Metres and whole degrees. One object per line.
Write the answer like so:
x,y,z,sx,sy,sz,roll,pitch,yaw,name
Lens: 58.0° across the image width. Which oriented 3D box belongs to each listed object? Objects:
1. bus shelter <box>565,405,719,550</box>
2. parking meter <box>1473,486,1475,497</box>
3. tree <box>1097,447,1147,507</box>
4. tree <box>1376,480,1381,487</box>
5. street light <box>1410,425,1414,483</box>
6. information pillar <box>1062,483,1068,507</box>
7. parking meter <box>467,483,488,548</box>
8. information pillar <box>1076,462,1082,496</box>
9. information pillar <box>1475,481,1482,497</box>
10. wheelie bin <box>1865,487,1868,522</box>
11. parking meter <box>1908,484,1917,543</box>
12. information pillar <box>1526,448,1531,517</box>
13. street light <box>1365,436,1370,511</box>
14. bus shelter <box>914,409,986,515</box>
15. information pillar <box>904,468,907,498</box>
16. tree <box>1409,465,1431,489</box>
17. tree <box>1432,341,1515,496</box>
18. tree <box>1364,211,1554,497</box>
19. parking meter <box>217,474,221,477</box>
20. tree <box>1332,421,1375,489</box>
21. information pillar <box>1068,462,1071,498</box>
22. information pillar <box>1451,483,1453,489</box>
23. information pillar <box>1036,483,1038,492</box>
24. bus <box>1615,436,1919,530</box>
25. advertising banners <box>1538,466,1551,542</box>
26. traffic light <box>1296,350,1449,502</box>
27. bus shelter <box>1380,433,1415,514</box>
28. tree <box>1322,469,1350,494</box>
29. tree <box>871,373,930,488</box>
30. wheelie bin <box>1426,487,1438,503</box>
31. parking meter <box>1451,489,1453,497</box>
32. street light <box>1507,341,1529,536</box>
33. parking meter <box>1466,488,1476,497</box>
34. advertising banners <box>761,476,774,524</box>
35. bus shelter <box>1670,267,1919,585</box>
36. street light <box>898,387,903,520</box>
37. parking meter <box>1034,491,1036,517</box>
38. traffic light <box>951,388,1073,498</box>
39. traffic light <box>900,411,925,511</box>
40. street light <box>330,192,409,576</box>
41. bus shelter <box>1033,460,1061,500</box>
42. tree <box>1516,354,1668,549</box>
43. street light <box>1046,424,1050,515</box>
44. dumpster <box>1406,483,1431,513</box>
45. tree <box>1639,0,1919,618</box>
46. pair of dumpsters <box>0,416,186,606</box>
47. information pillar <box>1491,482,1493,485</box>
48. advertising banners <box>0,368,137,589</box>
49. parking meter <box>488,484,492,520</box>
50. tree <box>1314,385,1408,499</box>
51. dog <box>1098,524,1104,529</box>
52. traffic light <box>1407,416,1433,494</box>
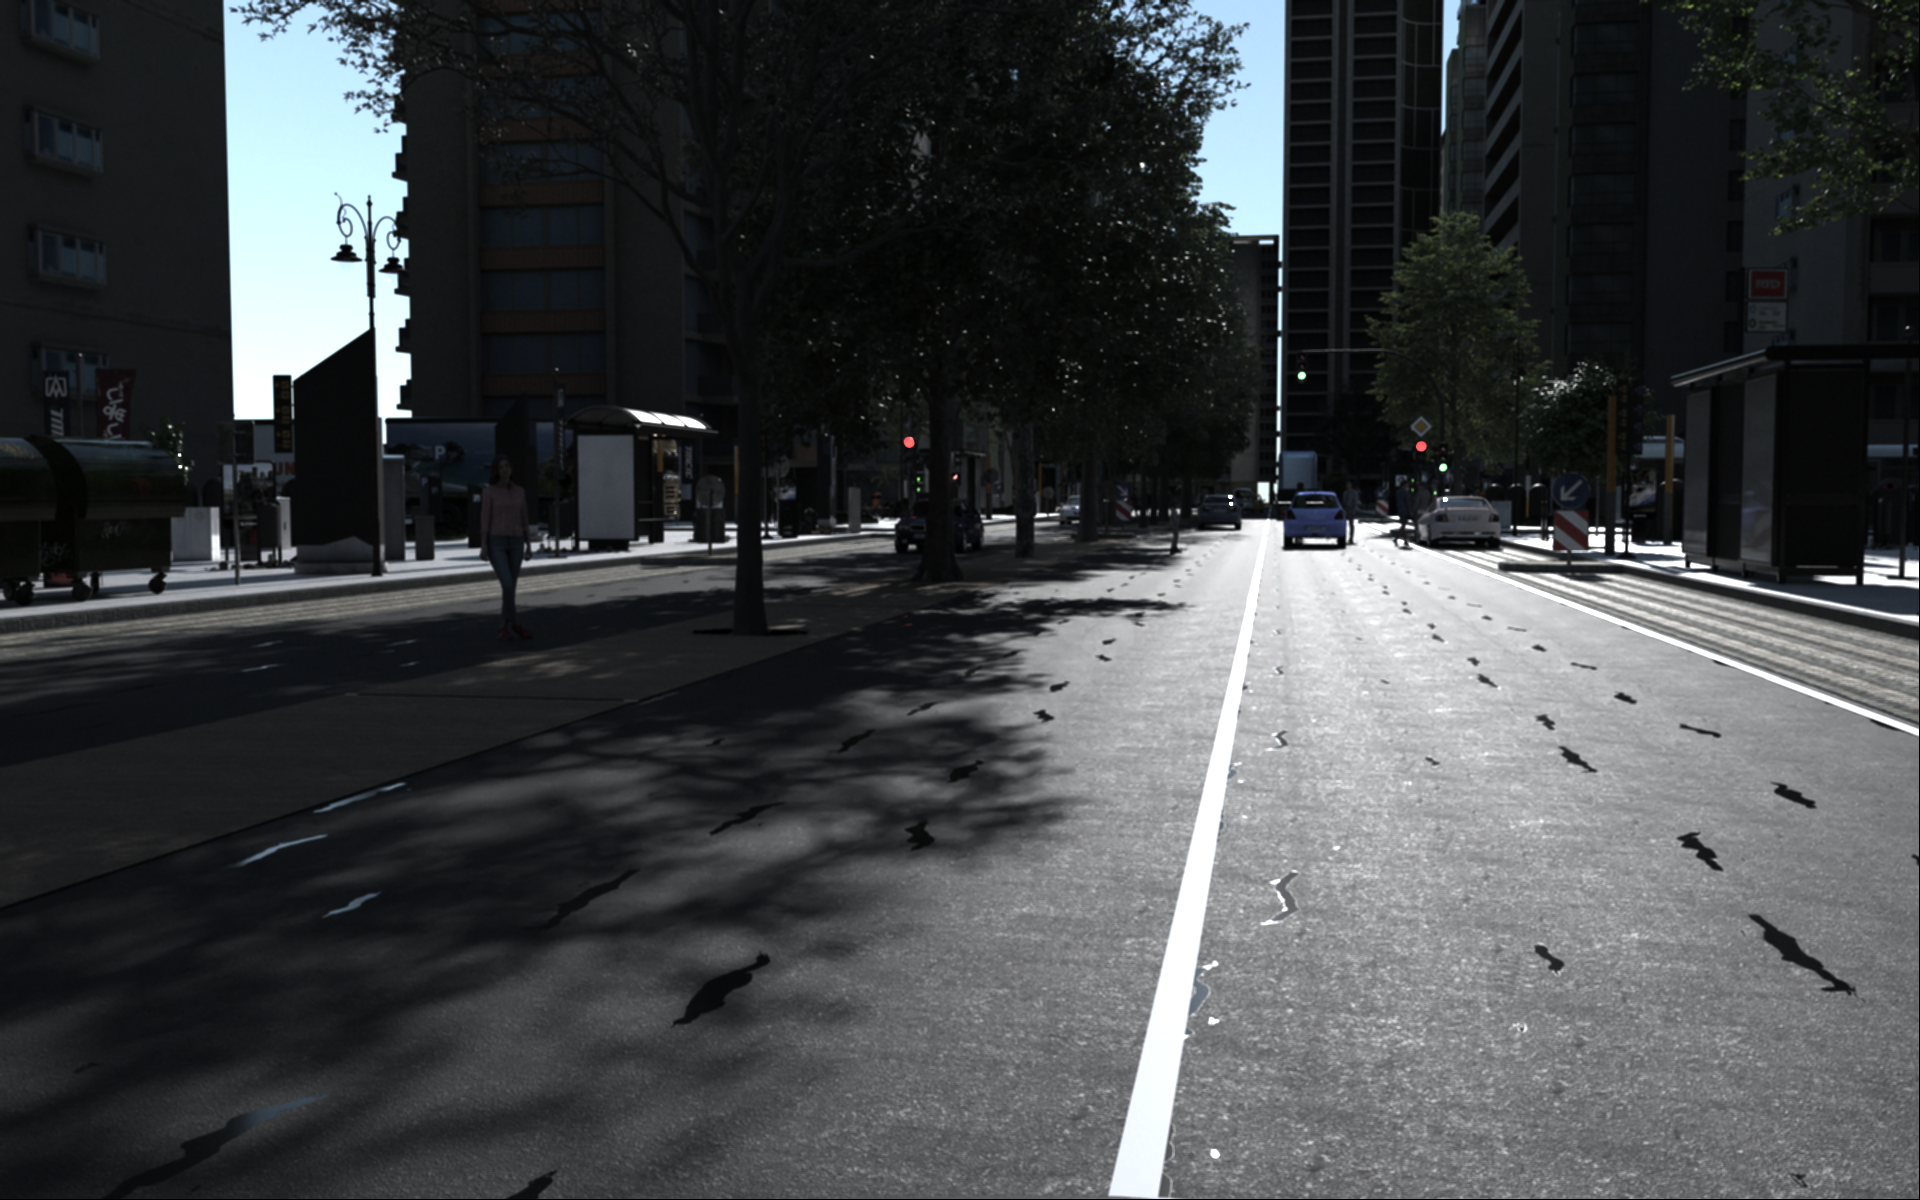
-7.662,-2.937,41.944,2.014,3.302,5.546,1,4,10,bus shelter
33.439,-6.520,112.320,0.255,1.863,0.399,-2,4,-32,parking meter
21.173,-16.232,199.800,7.601,10.594,8.767,3,5,42,tree
31.885,-8.263,129.698,1.663,3.219,1.824,0,3,0,tree
23.836,-7.244,91.233,0.468,5.910,1.993,1,4,10,street light
7.044,-6.835,116.243,0.304,2.012,0.304,-1,4,-21,information pillar
-11.536,-2.010,41.274,0.372,1.533,0.369,0,3,0,parking meter
8.589,-8.144,124.510,0.504,3.616,0.183,3,4,37,information pillar
29.710,-5.791,99.168,0.304,2.012,0.304,-2,4,-28,information pillar
16.722,-1.527,32.876,0.693,1.594,0.980,-1,4,-22,wheelie bin
24.996,-2.279,45.669,0.372,1.533,0.369,0,3,0,parking meter
25.082,-5.203,76.431,0.183,3.616,0.504,0,4,1,information pillar
31.614,-9.882,134.359,0.468,5.910,1.993,1,4,10,street light
-0.573,-6.304,80.705,2.179,5.291,8.768,1,4,10,bus shelter
-3.261,-6.845,103.272,0.183,3.616,0.504,0,4,7,information pillar
26.658,-6.433,99.784,1.663,3.219,1.824,0,3,0,tree
23.248,-7.901,79.551,4.360,8.622,3.978,0,3,0,tree
19.835,-9.307,70.293,7.486,12.596,7.792,0,3,0,tree
-21.704,-2.768,50.974,0.255,1.863,0.399,-1,4,-8,parking meter
35.989,-12.688,157.814,4.360,8.622,3.978,0,3,0,tree
7.890,-8.176,125.027,0.183,3.616,0.504,1,4,18,information pillar
26.421,-5.385,92.537,0.304,2.012,0.304,-3,4,-36,information pillar
4.908,-6.694,113.945,0.304,2.012,0.304,-3,4,-39,information pillar
28.010,-3.690,55.186,13.247,3.499,2.948,1,4,11,bus
15.968,-3.130,47.371,0.090,3.025,2.074,1,4,11,advertising banners
12.972,-4.878,54.425,4.771,5.953,1.251,1,4,10,traffic light
28.357,-8.220,112.028,2.179,5.291,8.768,1,4,10,bus shelter
44.465,-13.553,205.300,4.285,4.588,4.351,0,3,0,tree
-2.097,-7.351,70.544,4.737,8.622,4.395,0,3,0,tree
21.141,-4.274,77.784,0.693,1.594,0.980,2,4,27,wheelie bin
24.588,-4.748,86.033,0.372,1.533,0.369,0,3,0,parking meter
16.825,-4.866,52.349,0.468,5.910,1.993,1,4,10,street light
23.304,-4.326,79.135,0.372,1.533,0.369,0,3,0,parking meter
-8.302,-4.755,73.936,0.090,3.025,2.074,1,4,12,advertising banners
13.167,-3.110,28.487,2.179,5.291,8.768,1,4,10,bus shelter
-2.210,-5.680,65.652,0.468,5.910,1.993,1,4,10,street light
4.186,-5.549,99.143,0.372,1.533,0.369,0,3,0,parking meter
1.898,-5.507,64.699,4.771,5.953,1.251,1,4,10,traffic light
-1.598,-4.175,57.179,0.839,4.253,0.868,1,4,10,traffic light
-9.123,-3.311,26.925,0.468,5.910,1.993,1,4,10,street light
5.754,-7.861,119.813,1.731,3.624,6.357,1,4,10,bus shelter
14.874,-3.501,40.949,4.285,4.588,4.351,0,3,0,tree
5.471,-8.268,107.963,0.468,5.910,1.993,1,4,10,street light
23.209,-5.007,87.628,1.264,1.857,1.865,1,4,10,dumpster
10.709,-5.611,17.489,9.928,11.665,9.643,0,3,0,tree
-11.085,-1.089,20.307,1.574,2.255,4.437,1,4,10,pair of dumpsters
31.331,-5.999,102.568,0.304,2.012,0.304,3,4,37,information pillar
-12.396,-1.688,23.787,2.074,3.025,0.090,-3,4,-36,advertising banners
-11.654,-2.129,43.219,0.372,1.533,0.369,0,3,0,parking meter
34.203,-13.040,147.615,8.767,10.594,7.601,1,4,21,tree
5.569,-2.987,68.124,0.406,0.507,0.540,-1,4,-23,dog
16.469,-4.473,62.052,0.839,4.253,0.868,1,4,10,traffic light
